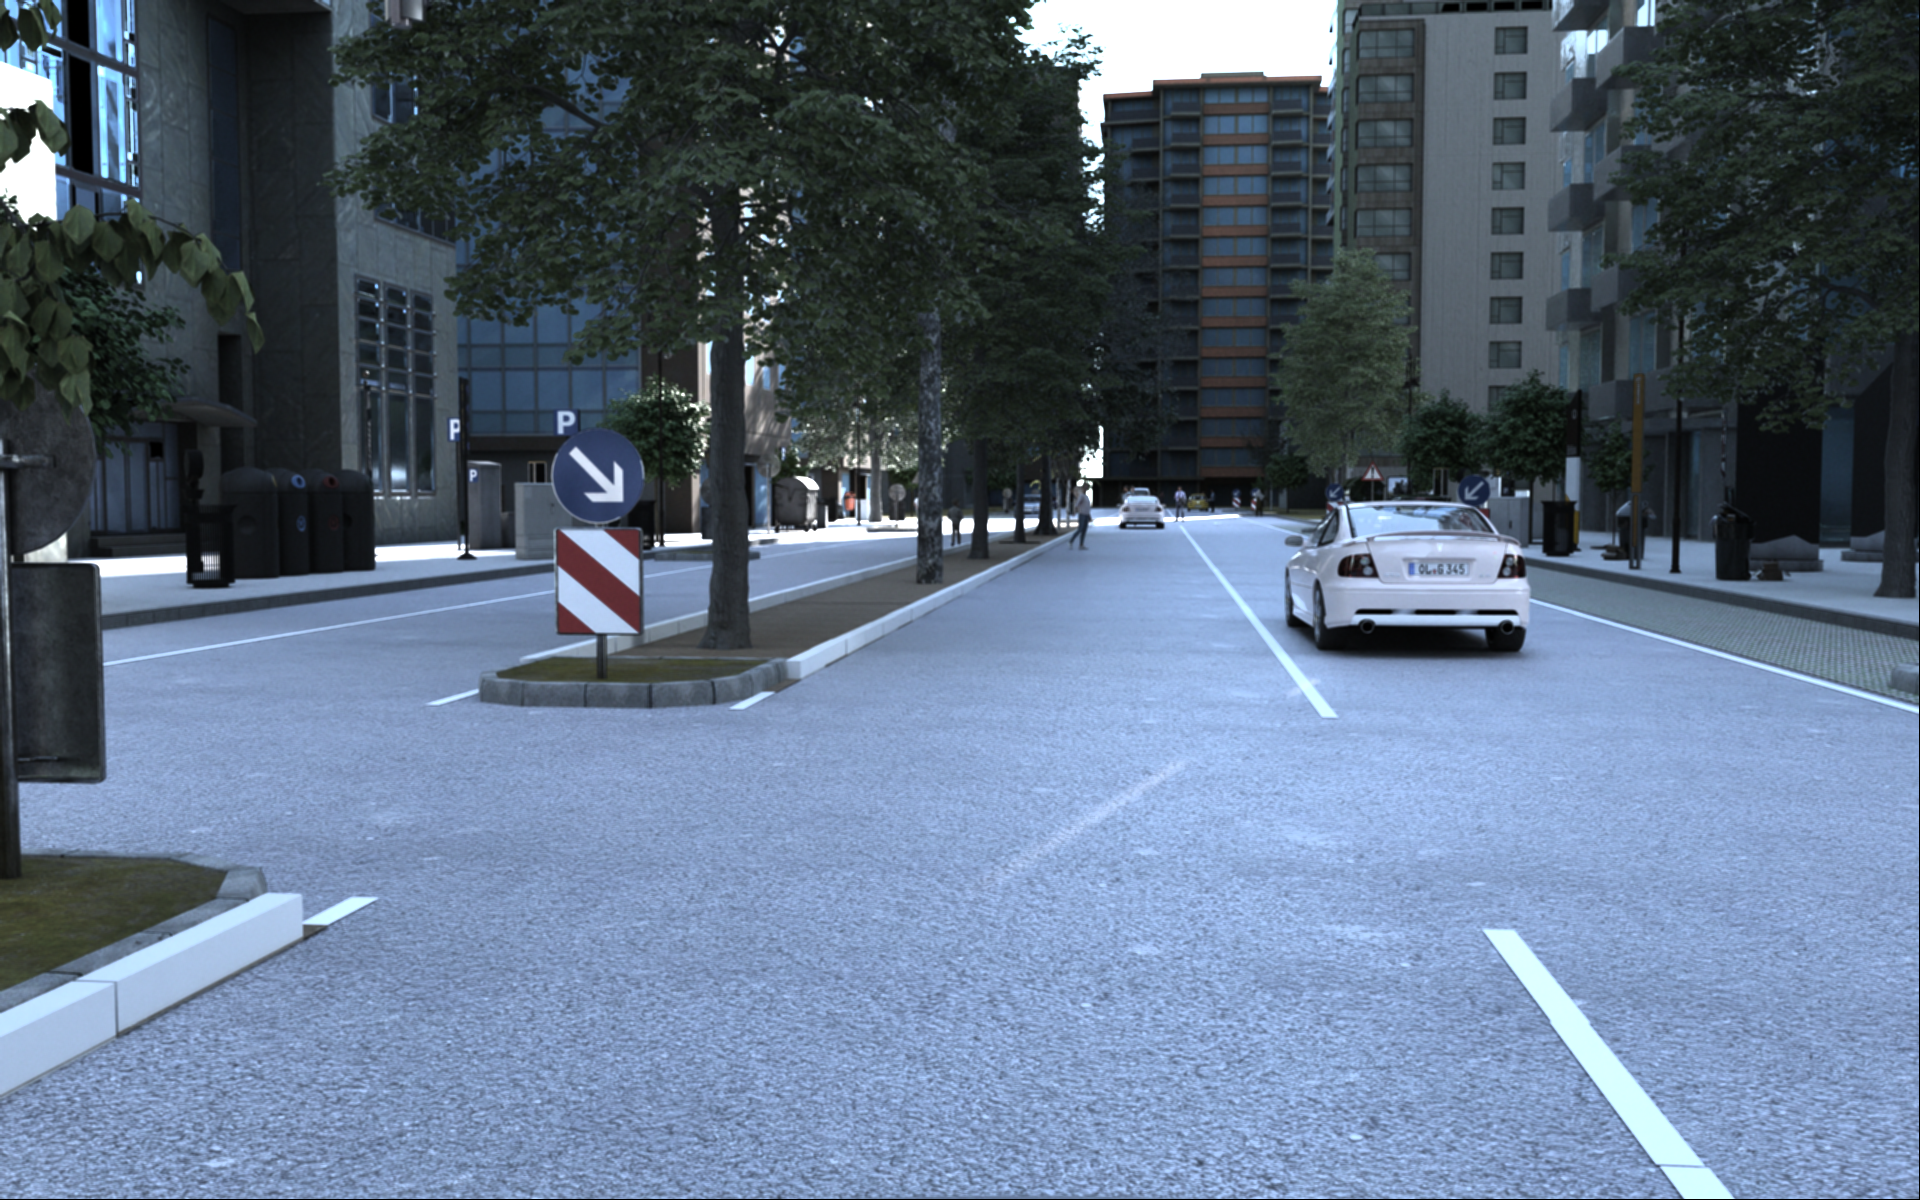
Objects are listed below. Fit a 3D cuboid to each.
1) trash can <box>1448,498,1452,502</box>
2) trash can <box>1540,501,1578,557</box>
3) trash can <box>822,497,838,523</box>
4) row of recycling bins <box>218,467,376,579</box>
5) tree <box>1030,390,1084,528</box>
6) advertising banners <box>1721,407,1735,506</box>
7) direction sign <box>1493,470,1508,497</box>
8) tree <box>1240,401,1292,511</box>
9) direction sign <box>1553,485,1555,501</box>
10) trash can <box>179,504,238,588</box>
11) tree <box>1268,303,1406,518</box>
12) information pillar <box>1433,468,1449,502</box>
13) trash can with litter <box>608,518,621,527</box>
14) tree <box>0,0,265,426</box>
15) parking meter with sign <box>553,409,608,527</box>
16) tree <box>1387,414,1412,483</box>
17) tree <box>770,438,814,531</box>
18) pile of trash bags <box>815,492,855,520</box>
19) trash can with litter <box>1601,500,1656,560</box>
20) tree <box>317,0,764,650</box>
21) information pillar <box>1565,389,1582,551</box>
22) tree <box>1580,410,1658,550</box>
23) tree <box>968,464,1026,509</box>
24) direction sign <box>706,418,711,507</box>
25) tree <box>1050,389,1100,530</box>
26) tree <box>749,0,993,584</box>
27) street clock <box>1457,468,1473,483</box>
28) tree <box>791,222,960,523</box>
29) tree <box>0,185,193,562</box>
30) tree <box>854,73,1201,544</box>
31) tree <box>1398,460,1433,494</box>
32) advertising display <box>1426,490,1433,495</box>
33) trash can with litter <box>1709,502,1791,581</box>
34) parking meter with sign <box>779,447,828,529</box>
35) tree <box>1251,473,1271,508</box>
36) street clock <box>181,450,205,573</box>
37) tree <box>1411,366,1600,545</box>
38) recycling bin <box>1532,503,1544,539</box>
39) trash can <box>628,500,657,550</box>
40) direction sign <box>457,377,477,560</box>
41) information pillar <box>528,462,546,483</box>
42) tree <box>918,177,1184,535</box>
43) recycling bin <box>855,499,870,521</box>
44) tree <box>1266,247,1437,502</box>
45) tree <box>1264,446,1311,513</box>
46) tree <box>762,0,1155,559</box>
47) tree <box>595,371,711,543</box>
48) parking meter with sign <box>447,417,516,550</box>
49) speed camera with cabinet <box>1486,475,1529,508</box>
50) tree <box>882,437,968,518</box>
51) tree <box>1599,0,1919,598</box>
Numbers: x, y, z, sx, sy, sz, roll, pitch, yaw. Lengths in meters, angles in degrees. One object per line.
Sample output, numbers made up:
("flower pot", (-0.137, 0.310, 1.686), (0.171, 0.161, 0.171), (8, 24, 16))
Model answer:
("trash can", (17.656, -3.171, 63.493), (0.748, 1.137, 0.748), (0, 3, 0))
("trash can", (12.349, -1.473, 35.739), (0.748, 1.137, 0.748), (0, 3, 0))
("trash can", (-5.865, -4.068, 78.172), (0.748, 1.137, 0.748), (0, 3, 0))
("row of recycling bins", (-10.609, -1.262, 27.748), (1.069, 1.692, 3.534), (1, 4, 13))
("tree", (4.550, -7.338, 72.798), (4.360, 8.622, 3.978), (0, 3, 0))
("advertising banners", (15.807, -2.410, 35.595), (0.090, 3.025, 2.074), (2, 4, 33))
("direction sign", (24.894, -5.358, 79.604), (0.876, 3.537, 0.379), (-1, 4, -15))
("tree", (23.585, -11.130, 132.329), (4.360, 8.622, 3.978), (0, 3, 0))
("direction sign", (25.706, -5.072, 74.927), (0.876, 3.537, 0.379), (3, 4, 37))
("trash can", (-10.276, -0.739, 23.731), (0.748, 1.137, 0.748), (0, 3, 0))
("tree", (20.133, -10.214, 92.762), (9.928, 11.665, 9.643), (0, 3, 0))
("information pillar", (13.607, -2.725, 49.042), (0.304, 2.012, 0.304), (-3, 5, -40))
("trash can with litter", (-7.946, -1.656, 38.463), (0.624, 1.170, 1.055), (-2, 4, -33))
("tree", (-3.044, -3.104, 3.574), (4.737, 8.622, 4.395), (0, 3, 0))
("parking meter with sign", (-7.931, -2.460, 36.490), (0.543, 3.016, 1.738), (1, 4, 11))
("tree", (14.612, -4.215, 52.633), (4.285, 4.588, 4.351), (0, 3, 0))
("tree", (-5.828, -4.023, 60.379), (1.663, 3.219, 1.824), (0, 3, 0))
("pile of trash bags", (-6.535, -4.710, 86.764), (1.912, 1.369, 3.447), (3, 5, 41))
("trash can with litter", (13.028, -1.371, 33.797), (1.055, 1.170, 0.624), (-3, 4, -37))
("tree", (-2.201, -5.840, 16.073), (7.486, 12.596, 7.792), (0, 3, 0))
("information pillar", (13.780, -2.909, 38.915), (0.183, 3.616, 0.504), (-1, 4, -10))
("tree", (15.233, -2.789, 40.208), (1.663, 3.219, 1.824), (0, 3, 0))
("tree", (2.233, -9.330, 136.259), (4.285, 4.588, 4.351), (0, 3, 0))
("direction sign", (-7.434, -3.639, 51.496), (0.379, 3.537, 0.876), (-1, 4, -18))
("tree", (3.931, -7.057, 68.199), (4.737, 8.622, 4.395), (0, 3, 0))
("tree", (-1.593, -10.376, 27.998), (12.611, 20.169, 13.585), (0, 3, 0))
("street clock", (14.011, -2.662, 48.095), (0.471, 2.002, 0.358), (-3, 4, -38))
("tree", (-3.699, -10.465, 77.756), (9.857, 13.997, 8.962), (0, 3, 0))
("tree", (-10.228, -2.132, 18.579), (4.285, 4.588, 4.351), (0, 3, 0))
("tree", (1.742, -8.365, 49.588), (12.009, 13.543, 11.850), (0, 3, 0))
("tree", (18.096, -4.518, 68.476), (1.663, 3.219, 1.824), (0, 3, 0))
("advertising display", (22.598, -4.768, 83.164), (0.123, 1.923, 0.974), (0, 4, -6))
("trash can with litter", (11.785, -0.884, 25.846), (1.055, 1.170, 0.624), (1, 4, 10))
("parking meter with sign", (-5.779, -4.156, 64.210), (1.738, 3.016, 0.543), (1, 4, 11))
("tree", (27.552, -10.102, 159.775), (1.663, 3.219, 1.824), (0, 3, 0))
("street clock", (-12.498, -1.448, 28.249), (0.358, 2.002, 0.471), (-3, 4, -38))
("tree", (14.750, -3.713, 44.416), (4.285, 4.588, 4.351), (0, 3, 0))
("recycling bin", (16.214, -2.258, 49.478), (0.722, 1.027, 0.722), (-3, 5, -43))
("trash can", (-7.311, -1.717, 39.719), (0.748, 1.137, 0.748), (0, 3, 0))
("direction sign", (-9.690, -2.565, 33.930), (0.379, 3.537, 0.876), (0, 4, -6))
("information pillar", (-9.565, -2.126, 39.250), (0.304, 2.012, 0.304), (-3, 5, -40))
("tree", (3.018, -8.622, 60.429), (9.611, 12.733, 9.660), (0, 3, 0))
("recycling bin", (-4.572, -4.342, 83.551), (0.722, 1.027, 0.722), (2, 4, 33))
("tree", (17.893, -9.871, 79.511), (7.486, 12.596, 7.792), (0, 3, 0))
("tree", (22.245, -8.175, 117.374), (4.285, 4.588, 4.351), (0, 3, 0))
("tree", (0.375, -7.194, 38.203), (7.486, 12.596, 7.792), (0, 3, 0))
("tree", (-8.026, -3.826, 46.271), (4.285, 4.588, 4.351), (0, 3, 0))
("parking meter with sign", (-11.010, -2.686, 40.176), (0.543, 3.016, 1.738), (2, 4, 31))
("speed camera with cabinet", (26.584, -5.483, 83.983), (2.038, 3.252, 0.660), (2, 4, 34))
("tree", (-2.707, -6.807, 95.013), (4.285, 4.588, 4.351), (0, 3, 0))
("tree", (12.050, -6.292, 21.006), (7.486, 12.596, 7.792), (0, 3, 0))
